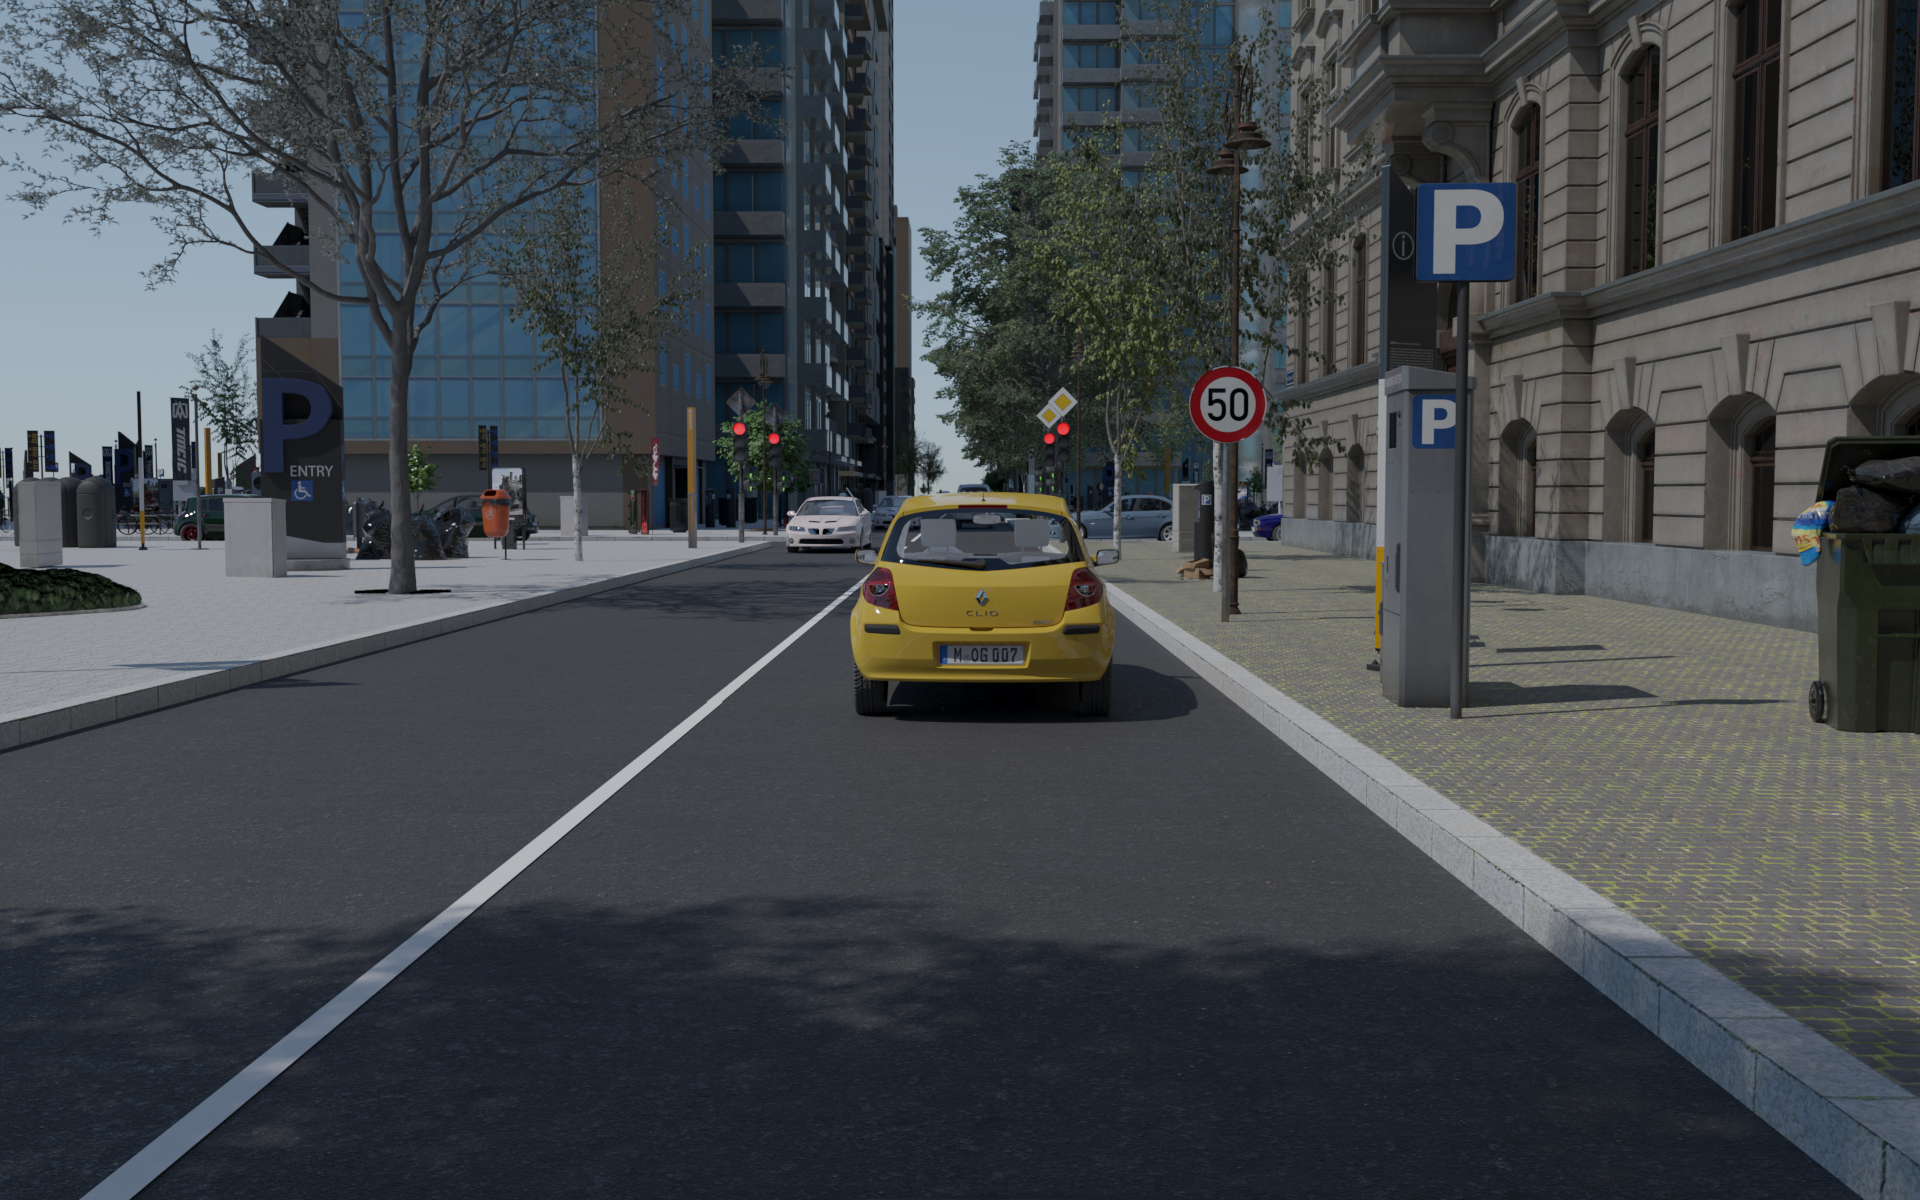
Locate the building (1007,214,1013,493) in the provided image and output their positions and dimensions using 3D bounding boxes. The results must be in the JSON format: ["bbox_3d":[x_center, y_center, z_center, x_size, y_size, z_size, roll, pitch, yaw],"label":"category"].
[{"bbox_3d":[13.746,-34.688,250.748,14.154,41.232,14.086,0,4,0],"label":"building"}]

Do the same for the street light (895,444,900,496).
[{"bbox_3d":[-5.591,-11.220,156.235,0.468,5.910,1.993,0,4,0],"label":"street light"}]

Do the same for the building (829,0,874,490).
[{"bbox_3d":[-18.671,-29.905,143.574,22.147,44.769,28.867,0,4,0],"label":"building"}]

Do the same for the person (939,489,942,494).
[{"bbox_3d":[-1.610,-8.214,142.827,0.705,1.821,1.348,2,4,29],"label":"person"}]

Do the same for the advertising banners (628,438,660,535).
[{"bbox_3d":[-9.950,-3.570,54.560,0.090,3.025,2.074,-3,4,-38],"label":"advertising banners"}]

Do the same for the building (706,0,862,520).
[{"bbox_3d":[-18.085,-29.284,98.399,23.786,49.044,30.456,0,4,0],"label":"building"}]

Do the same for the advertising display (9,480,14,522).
[{"bbox_3d":[-44.249,-4.622,80.787,0.123,1.923,0.974,-2,4,-25],"label":"advertising display"}]

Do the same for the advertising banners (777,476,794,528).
[{"bbox_3d":[-6.653,-4.273,66.058,0.090,3.025,2.074,-2,4,-25],"label":"advertising banners"}]

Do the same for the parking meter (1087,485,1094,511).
[{"bbox_3d":[8.751,-6.767,116.351,0.399,1.863,0.255,-1,4,-19],"label":"parking meter"}]

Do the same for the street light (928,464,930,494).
[{"bbox_3d":[-4.828,-17.887,265.241,0.468,5.910,1.993,0,4,0],"label":"street light"}]

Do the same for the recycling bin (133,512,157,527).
[{"bbox_3d":[-32.095,-3.404,68.202,0.722,1.027,0.722,-3,4,-36],"label":"recycling bin"}]

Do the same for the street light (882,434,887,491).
[{"bbox_3d":[-5.631,-9.639,130.380,0.468,5.910,1.993,0,4,0],"label":"street light"}]

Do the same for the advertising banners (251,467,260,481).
[{"bbox_3d":[-45.705,-6.986,110.416,2.074,3.025,0.090,-1,4,-18],"label":"advertising banners"}]

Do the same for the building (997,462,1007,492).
[{"bbox_3d":[12.944,-31.157,281.121,14.160,30.474,14.107,0,4,0],"label":"building"}]

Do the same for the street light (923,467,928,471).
[{"bbox_3d":[-4.998,-16.306,239.387,0.468,5.910,1.993,0,4,0],"label":"street light"}]

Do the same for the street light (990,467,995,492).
[{"bbox_3d":[4.261,-16.049,235.181,0.468,5.910,1.993,0,4,0],"label":"street light"}]

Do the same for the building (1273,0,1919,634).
[{"bbox_3d":[13.098,-12.640,25.743,14.460,24.649,34.723,0,4,0],"label":"building"}]

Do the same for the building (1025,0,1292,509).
[{"bbox_3d":[17.914,-32.800,155.881,23.786,49.044,30.456,0,4,0],"label":"building"}]

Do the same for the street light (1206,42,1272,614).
[{"bbox_3d":[2.920,-2.787,18.354,0.468,5.910,1.993,0,4,0],"label":"street light"}]

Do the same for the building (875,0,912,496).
[{"bbox_3d":[-16.725,-48.060,224.031,20.563,71.187,20.611,0,4,0],"label":"building"}]

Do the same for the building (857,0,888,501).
[{"bbox_3d":[-21.960,-35.611,171.480,28.713,52.752,27.495,0,4,0],"label":"building"}]

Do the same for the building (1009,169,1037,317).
[{"bbox_3d":[17.471,-35.134,229.071,22.147,44.769,28.867,0,4,0],"label":"building"}]

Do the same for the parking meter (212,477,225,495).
[{"bbox_3d":[-24.763,-3.188,57.831,0.255,1.863,0.399,3,5,42],"label":"parking meter"}]

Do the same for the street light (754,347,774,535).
[{"bbox_3d":[-6.147,-4.994,54.436,0.468,5.910,1.993,0,4,0],"label":"street light"}]

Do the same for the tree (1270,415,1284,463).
[{"bbox_3d":[23.947,-10.570,123.183,4.737,8.622,4.395,0,3,0],"label":"tree"}]

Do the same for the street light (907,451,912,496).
[{"bbox_3d":[-5.331,-12.801,182.088,0.468,5.910,1.993,0,4,0],"label":"street light"}]

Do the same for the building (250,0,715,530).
[{"bbox_3d":[-17.521,-25.473,66.598,14.600,45.320,14.200,0,4,0],"label":"building"}]

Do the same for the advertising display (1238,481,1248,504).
[{"bbox_3d":[14.141,-5.045,87.703,0.974,1.923,0.123,3,4,38],"label":"advertising display"}]

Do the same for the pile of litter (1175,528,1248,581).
[{"bbox_3d":[3.799,-0.764,26.459,1.176,0.858,1.719,3,5,39],"label":"pile of litter"}]

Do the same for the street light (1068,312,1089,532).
[{"bbox_3d":[3.036,-4.368,44.208,0.468,5.910,1.993,0,4,0],"label":"street light"}]

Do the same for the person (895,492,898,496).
[{"bbox_3d":[-7.715,-12.123,207.438,1.217,1.736,0.721,0,4,1],"label":"person"}]

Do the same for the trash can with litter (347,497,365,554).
[{"bbox_3d":[-13.041,-1.650,38.042,1.678,1.210,2.233,-1,4,-13],"label":"trash can with litter"}]

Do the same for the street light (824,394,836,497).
[{"bbox_3d":[-6.034,-6.575,80.290,0.468,5.910,1.993,0,4,0],"label":"street light"}]

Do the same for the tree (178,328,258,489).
[{"bbox_3d":[-32.660,-7.795,77.804,4.737,8.622,4.395,0,3,0],"label":"tree"}]

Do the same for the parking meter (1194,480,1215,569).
[{"bbox_3d":[4.079,-1.245,28.772,0.372,1.533,0.369,0,3,0],"label":"parking meter"}]

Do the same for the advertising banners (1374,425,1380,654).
[{"bbox_3d":[3.480,-1.108,14.305,0.090,3.025,2.074,1,4,14],"label":"advertising banners"}]

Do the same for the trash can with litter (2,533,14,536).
[{"bbox_3d":[-28.617,-2.635,54.136,2.233,1.210,1.678,-1,4,-21],"label":"trash can with litter"}]

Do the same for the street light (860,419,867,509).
[{"bbox_3d":[-5.934,-8.199,106.835,0.468,5.910,1.993,0,4,0],"label":"street light"}]

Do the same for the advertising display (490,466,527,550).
[{"bbox_3d":[-10.443,-2.133,40.089,0.974,1.923,0.123,2,4,26],"label":"advertising display"}]

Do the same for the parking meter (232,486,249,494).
[{"bbox_3d":[-23.738,-2.970,56.979,0.372,1.533,0.369,0,3,0],"label":"parking meter"}]

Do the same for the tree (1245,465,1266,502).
[{"bbox_3d":[19.030,-7.096,110.613,1.663,3.219,1.824,0,3,0],"label":"tree"}]

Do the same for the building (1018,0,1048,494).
[{"bbox_3d":[17.441,-53.379,185.411,22.319,86.520,31.000,0,4,0],"label":"building"}]

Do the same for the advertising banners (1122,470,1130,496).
[{"bbox_3d":[11.866,-7.816,123.982,0.090,3.025,2.074,-1,4,-9],"label":"advertising banners"}]

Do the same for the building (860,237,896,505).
[{"bbox_3d":[-14.555,-25.773,193.092,14.160,30.474,14.107,0,4,0],"label":"building"}]

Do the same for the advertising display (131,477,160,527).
[{"bbox_3d":[-31.485,-3.776,66.959,0.974,1.923,0.123,-2,4,-34],"label":"advertising display"}]

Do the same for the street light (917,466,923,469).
[{"bbox_3d":[-5.176,-14.725,213.533,0.468,5.910,1.993,0,4,0],"label":"street light"}]

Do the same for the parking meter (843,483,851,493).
[{"bbox_3d":[-5.951,-5.221,91.070,0.399,1.863,0.255,1,4,22],"label":"parking meter"}]

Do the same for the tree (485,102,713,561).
[{"bbox_3d":[-7.086,-5.037,32.714,4.360,8.622,3.978,0,3,0],"label":"tree"}]

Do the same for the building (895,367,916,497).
[{"bbox_3d":[-20.724,-24.807,250.625,27.650,21.520,28.899,0,4,0],"label":"building"}]

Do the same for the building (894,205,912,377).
[{"bbox_3d":[-14.690,-37.998,271.371,14.600,45.320,14.200,0,4,0],"label":"building"}]

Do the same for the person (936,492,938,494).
[{"bbox_3d":[-3.114,-14.208,241.516,0.721,1.736,1.217,2,4,33],"label":"person"}]
